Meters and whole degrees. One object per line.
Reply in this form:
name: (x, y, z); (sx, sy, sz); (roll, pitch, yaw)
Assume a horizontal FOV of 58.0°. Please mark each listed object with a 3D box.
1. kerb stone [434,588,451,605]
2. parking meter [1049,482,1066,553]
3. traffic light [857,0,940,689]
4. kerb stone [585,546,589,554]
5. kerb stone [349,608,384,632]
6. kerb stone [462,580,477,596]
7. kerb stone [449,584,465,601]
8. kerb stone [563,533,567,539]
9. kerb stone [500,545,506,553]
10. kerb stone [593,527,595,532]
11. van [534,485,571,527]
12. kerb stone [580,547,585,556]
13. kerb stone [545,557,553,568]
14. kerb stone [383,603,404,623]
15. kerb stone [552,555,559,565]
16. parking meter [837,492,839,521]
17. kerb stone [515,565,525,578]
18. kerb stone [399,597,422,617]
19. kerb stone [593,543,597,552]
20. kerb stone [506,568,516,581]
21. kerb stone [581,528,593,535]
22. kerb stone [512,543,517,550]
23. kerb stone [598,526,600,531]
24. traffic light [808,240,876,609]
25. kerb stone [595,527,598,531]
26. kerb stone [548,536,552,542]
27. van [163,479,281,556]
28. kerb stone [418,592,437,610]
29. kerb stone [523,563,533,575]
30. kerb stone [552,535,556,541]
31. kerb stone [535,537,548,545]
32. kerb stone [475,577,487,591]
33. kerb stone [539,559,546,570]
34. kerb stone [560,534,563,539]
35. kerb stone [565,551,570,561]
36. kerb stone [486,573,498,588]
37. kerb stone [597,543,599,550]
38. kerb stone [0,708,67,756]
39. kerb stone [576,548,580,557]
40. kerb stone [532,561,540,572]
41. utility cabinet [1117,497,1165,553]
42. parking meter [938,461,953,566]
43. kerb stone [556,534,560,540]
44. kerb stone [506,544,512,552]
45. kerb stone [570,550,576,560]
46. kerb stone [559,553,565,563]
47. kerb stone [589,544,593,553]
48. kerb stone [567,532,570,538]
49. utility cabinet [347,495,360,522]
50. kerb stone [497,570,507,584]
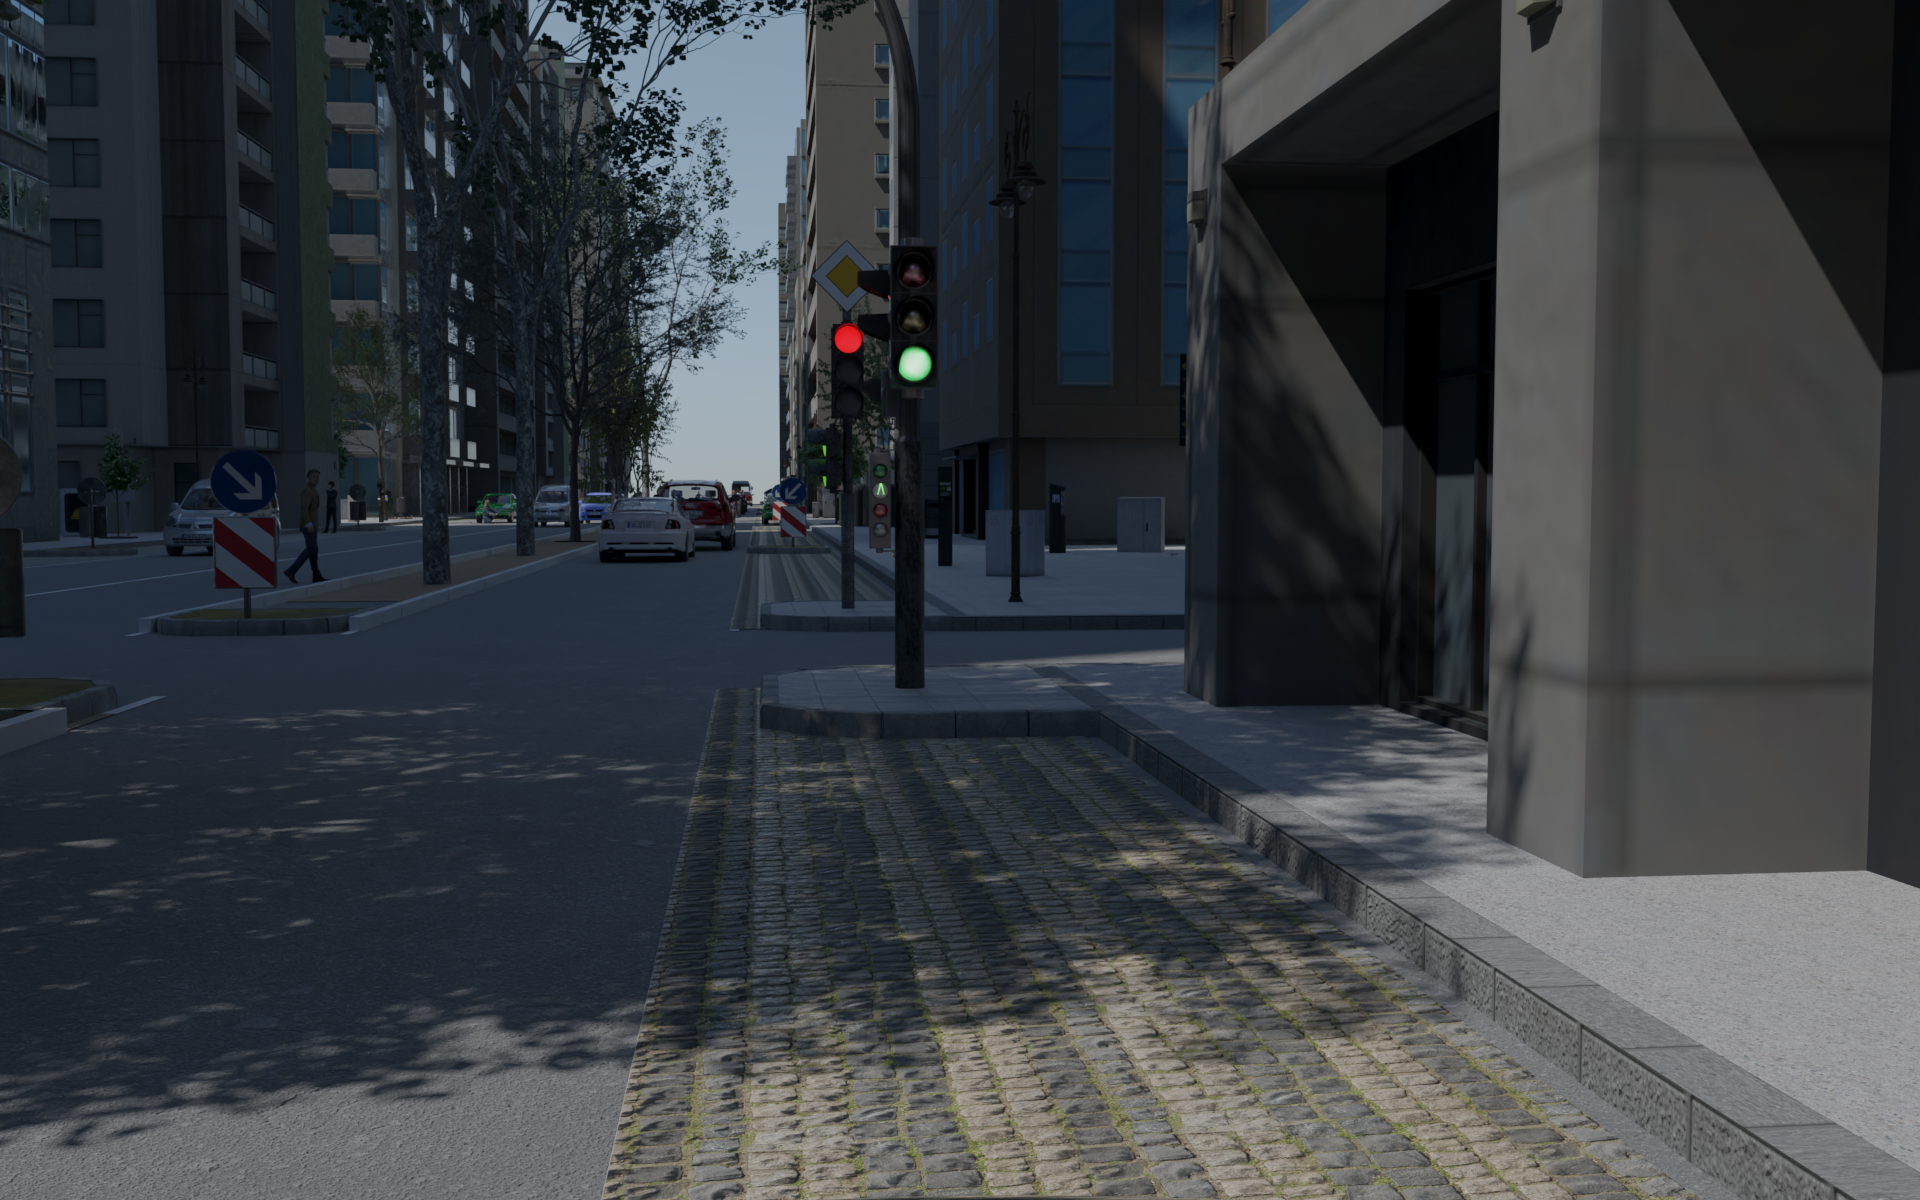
kerb stone: (-6.835, -0.026, 22.613); (0.120, 0.150, 1.000); (0, 4, -7)
parking meter: (2.118, -1.784, 37.577); (0.372, 1.533, 0.369); (0, 3, 0)
traffic light: (-2.430, -2.224, 11.023); (4.771, 5.953, 1.251); (0, 4, -7)
kerb stone: (-8.938, -1.148, 40.973); (0.120, 0.150, 1.000); (0, 4, -7)
kerb stone: (-6.361, 0.224, 18.541); (0.120, 0.150, 1.000); (0, 4, -7)
kerb stone: (-7.062, -0.150, 24.652); (0.120, 0.150, 1.000); (0, 4, -7)
kerb stone: (-6.942, -0.088, 23.632); (0.120, 0.150, 1.000); (0, 4, -7)
kerb stone: (-12.672, -2.007, 55.010); (0.120, 0.150, 1.000); (0, 4, -7)
kerb stone: (-11.141, -1.195, 41.739); (0.120, 0.150, 1.000); (0, 4, -7)
kerb stone: (-13.728, -2.568, 64.179); (0.120, 0.150, 1.000); (0, 4, -7)
van: (-17.767, -4.220, 76.006); (2.013, 2.044, 4.112); (0, 4, -5)
kerb stone: (-8.826, -1.084, 39.942); (0.120, 0.150, 1.000); (0, 4, -7)
kerb stone: (-8.118, -0.712, 33.844); (0.120, 0.150, 1.000); (0, 4, -7)
kerb stone: (-6.476, 0.166, 19.557); (0.120, 0.150, 1.000); (0, 4, -7)
kerb stone: (-8.236, -0.775, 34.859); (0.120, 0.150, 1.000); (0, 4, -7)
parking meter: (-5.803, -4.573, 83.184); (0.372, 1.533, 0.369); (0, 3, 0)
kerb stone: (-7.652, -0.460, 29.747); (0.120, 0.150, 1.000); (0, 4, -7)
kerb stone: (-6.586, 0.099, 20.573); (0.120, 0.150, 1.000); (0, 4, -7)
kerb stone: (-9.175, -1.273, 43.004); (0.120, 0.150, 1.000); (0, 4, -7)
kerb stone: (-7.533, -0.400, 28.729); (0.120, 0.150, 1.000); (0, 4, -7)
kerb stone: (-13.602, -2.505, 63.157); (0.120, 0.150, 1.000); (0, 4, -7)
kerb stone: (-11.378, -1.321, 43.796); (0.120, 0.150, 1.000); (0, 4, -7)
kerb stone: (-13.964, -2.692, 66.209); (0.120, 0.150, 1.000); (0, 4, -7)
traffic light: (-1.275, -1.860, 19.335); (0.839, 4.253, 0.868); (0, 4, -7)
kerb stone: (-13.848, -2.630, 65.193); (0.120, 0.150, 1.000); (0, 4, -7)
kerb stone: (-12.201, -1.750, 50.947); (0.120, 0.150, 1.000); (0, 4, -7)
van: (-17.685, -2.115, 41.584); (2.013, 2.044, 4.112); (0, 4, -5)
kerb stone: (-6.710, 0.037, 21.595); (0.120, 0.150, 1.000); (0, 4, -7)
kerb stone: (-7.768, -0.525, 30.779); (0.120, 0.150, 1.000); (0, 4, -7)
kerb stone: (-12.314, -1.821, 51.962); (0.120, 0.150, 1.000); (0, 4, -7)
kerb stone: (-12.085, -1.694, 49.927); (0.120, 0.150, 1.000); (0, 4, -7)
kerb stone: (-7.183, -0.212, 25.668); (0.120, 0.150, 1.000); (0, 4, -7)
kerb stone: (-8.009, -0.649, 32.815); (0.120, 0.150, 1.000); (0, 4, -7)
kerb stone: (-12.559, -1.943, 53.994); (0.120, 0.150, 1.000); (0, 4, -7)
kerb stone: (-8.472, -0.899, 36.892); (0.120, 0.150, 1.000); (0, 4, -7)
kerb stone: (-7.291, -0.275, 26.685); (0.120, 0.150, 1.000); (0, 4, -7)
kerb stone: (-9.291, -1.335, 44.021); (0.120, 0.150, 1.000); (0, 4, -7)
kerb stone: (-5.363, 0.753, 9.892); (0.120, 0.150, 1.000); (0, 4, -7)
kerb stone: (-8.712, -1.023, 38.927); (0.120, 0.150, 1.000); (0, 4, -7)
kerb stone: (-7.885, -0.587, 31.800); (0.120, 0.150, 1.000); (0, 4, -7)
utility cabinet: (3.982, -1.650, 38.139); (1.020, 1.237, 0.306); (2, 4, 26)
parking meter: (-0.262, -1.538, 30.850); (0.255, 1.863, 0.399); (0, 4, 0)
kerb stone: (-12.430, -1.883, 52.980); (0.120, 0.150, 1.000); (0, 4, -7)
kerb stone: (-11.268, -1.258, 42.769); (0.120, 0.150, 1.000); (0, 4, -7)
kerb stone: (-8.585, -0.961, 37.909); (0.120, 0.150, 1.000); (0, 4, -7)
kerb stone: (-8.354, -0.837, 35.875); (0.120, 0.150, 1.000); (0, 4, -7)
kerb stone: (-9.063, -1.211, 41.987); (0.120, 0.150, 1.000); (0, 4, -7)
kerb stone: (-12.789, -2.064, 56.026); (0.120, 0.150, 1.000); (0, 4, -7)
utility cabinet: (-27.772, -4.171, 79.361); (0.306, 1.237, 1.020); (0, 4, -6)
kerb stone: (-7.415, -0.336, 27.704); (0.120, 0.150, 1.000); (0, 4, -7)
